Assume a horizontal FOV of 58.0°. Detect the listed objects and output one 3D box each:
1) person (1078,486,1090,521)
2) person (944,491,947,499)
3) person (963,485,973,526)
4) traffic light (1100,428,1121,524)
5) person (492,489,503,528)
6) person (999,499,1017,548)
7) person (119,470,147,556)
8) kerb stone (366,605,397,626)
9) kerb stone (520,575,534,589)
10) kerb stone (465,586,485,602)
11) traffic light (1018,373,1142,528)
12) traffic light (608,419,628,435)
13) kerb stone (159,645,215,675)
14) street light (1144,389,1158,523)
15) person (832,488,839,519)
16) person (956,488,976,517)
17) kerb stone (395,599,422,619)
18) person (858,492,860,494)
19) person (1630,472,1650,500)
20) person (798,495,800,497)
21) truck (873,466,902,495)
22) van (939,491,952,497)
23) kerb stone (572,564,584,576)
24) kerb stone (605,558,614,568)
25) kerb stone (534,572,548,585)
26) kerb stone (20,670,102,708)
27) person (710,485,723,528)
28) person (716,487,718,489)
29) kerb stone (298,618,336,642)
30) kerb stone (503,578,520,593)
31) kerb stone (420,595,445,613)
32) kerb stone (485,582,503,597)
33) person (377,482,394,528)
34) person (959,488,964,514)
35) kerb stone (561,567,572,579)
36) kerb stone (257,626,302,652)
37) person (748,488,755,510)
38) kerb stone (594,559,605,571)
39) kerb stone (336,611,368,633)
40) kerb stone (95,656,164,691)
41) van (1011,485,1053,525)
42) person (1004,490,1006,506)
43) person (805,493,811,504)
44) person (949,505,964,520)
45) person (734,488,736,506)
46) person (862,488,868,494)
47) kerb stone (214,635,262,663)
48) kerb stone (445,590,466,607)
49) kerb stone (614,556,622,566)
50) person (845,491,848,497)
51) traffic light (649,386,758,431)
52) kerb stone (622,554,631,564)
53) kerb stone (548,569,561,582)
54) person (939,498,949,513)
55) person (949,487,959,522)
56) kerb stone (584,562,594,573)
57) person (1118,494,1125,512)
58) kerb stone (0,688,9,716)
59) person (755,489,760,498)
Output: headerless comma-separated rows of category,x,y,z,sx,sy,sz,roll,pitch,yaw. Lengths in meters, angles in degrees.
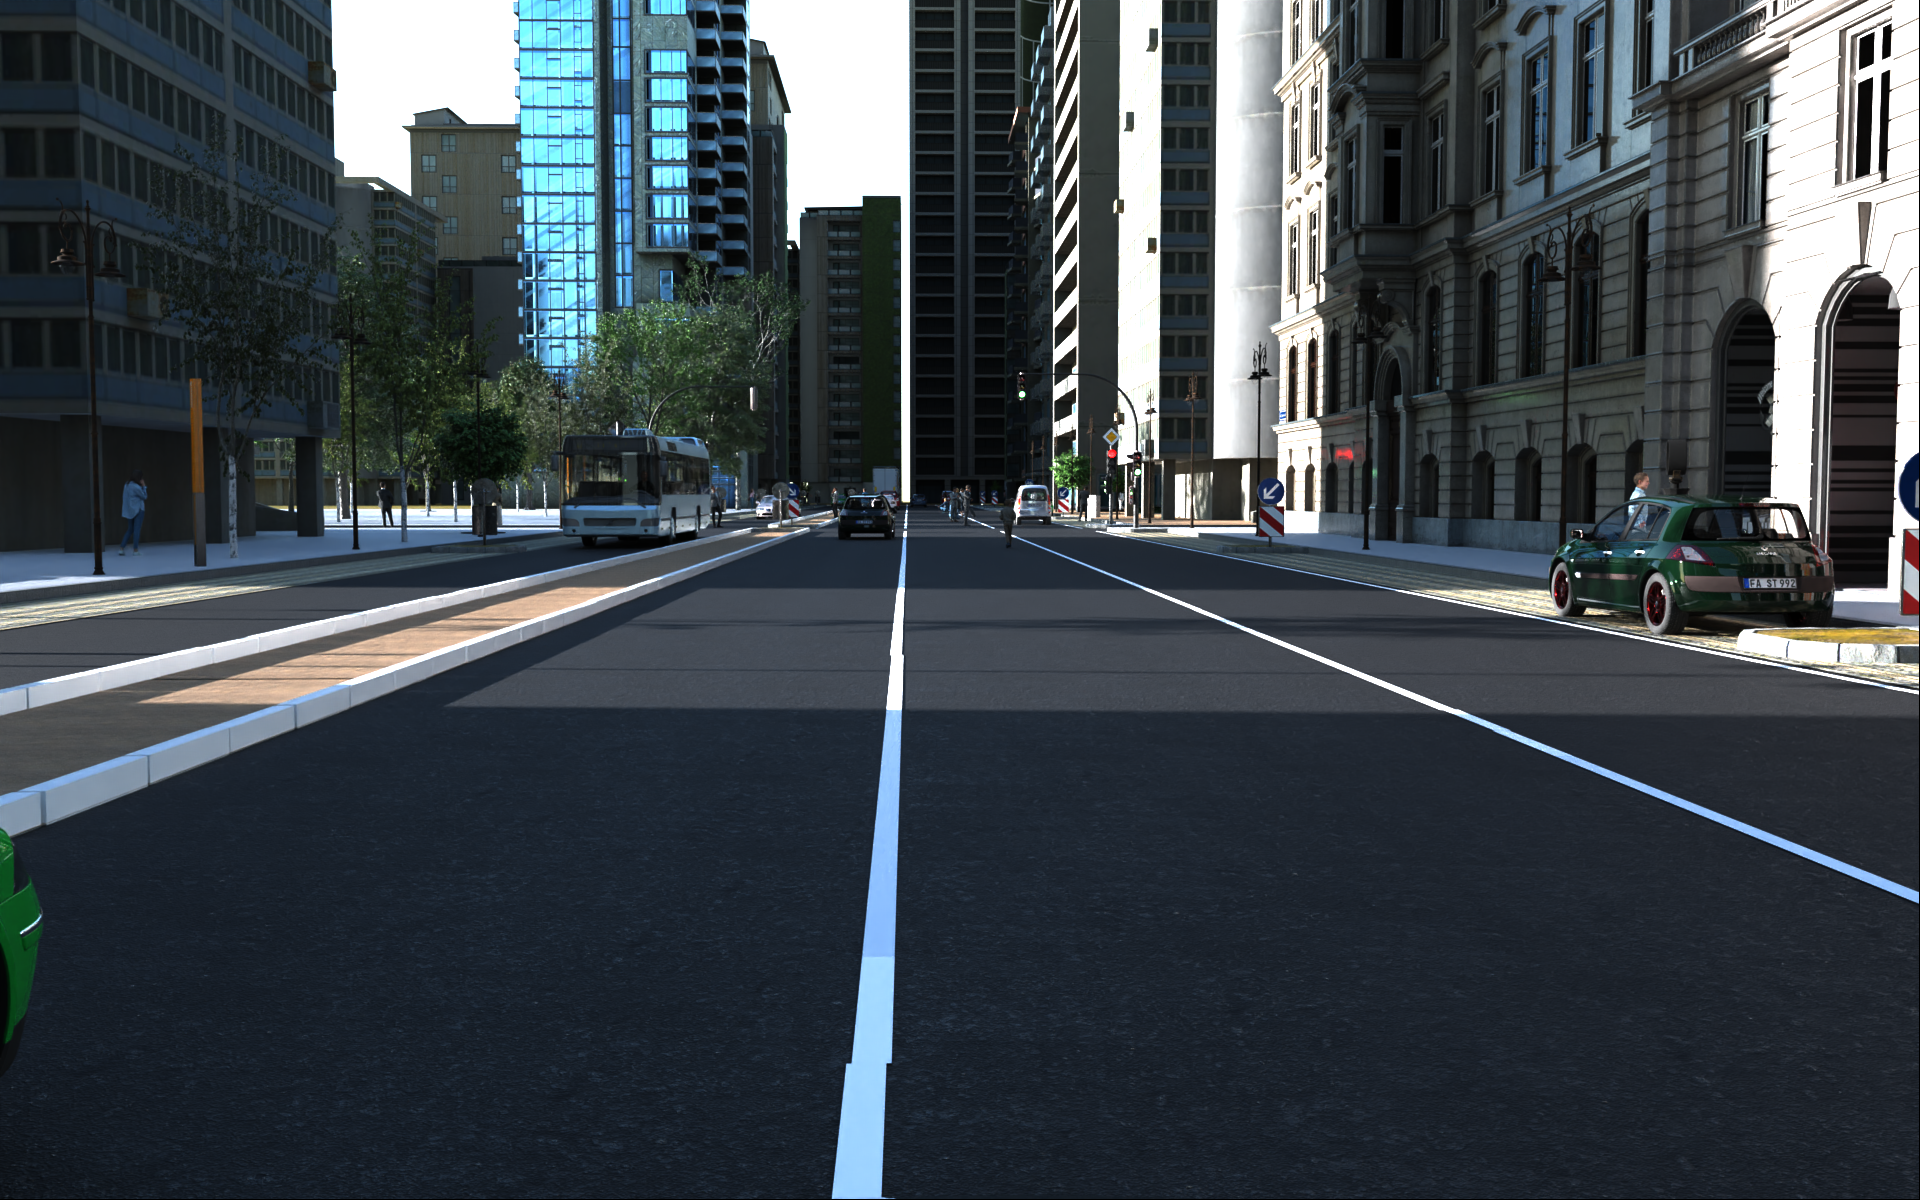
person,6.482,-5.053,90.930,0.655,1.846,0.447,0,4,0
person,-1.458,-10.776,185.405,0.721,1.735,1.217,0,4,4
person,0.371,-4.298,78.572,0.447,1.846,0.655,0,4,-2
traffic light,6.376,-5.159,73.267,0.839,4.253,0.868,0,4,-2
person,-18.609,-3.703,69.585,0.519,1.759,0.362,0,4,-2
person,1.271,-2.052,46.321,0.475,1.303,0.640,0,4,-7
person,-17.259,-1.823,36.117,0.793,1.790,0.793,0,4,-1
kerb stone,-6.458,0.187,19.139,0.120,0.150,1.000,0,4,-2
kerb stone,-6.673,-0.252,26.316,0.120,0.150,1.000,0,4,-2
kerb stone,-6.591,-0.063,23.234,0.120,0.150,1.000,0,4,-2
traffic light,4.528,-5.530,65.081,4.771,5.953,1.251,0,4,-2
traffic light,-12.736,-4.634,64.689,0.839,4.253,0.868,0,4,-2
kerb stone,-6.316,0.501,14.025,0.120,0.150,1.000,0,4,-2
street light,8.349,-6.316,76.054,0.468,5.910,1.993,0,4,-2
person,-7.113,-5.497,98.555,0.473,1.802,0.592,0,4,7
person,0.230,-5.988,106.623,1.509,1.804,0.699,0,4,2
kerb stone,-6.498,0.124,20.170,0.120,0.150,1.000,0,4,-2
person,-11.156,-11.138,191.544,0.756,1.711,0.436,-3,5,-44
person,10.113,-1.096,25.781,0.330,1.601,0.589,3,4,36
person,-19.740,-12.256,207.221,1.217,1.735,0.721,-2,4,-24
truck,-7.608,-11.692,180.085,2.839,4.237,11.283,0,4,0
van,-1.600,-12.942,218.610,2.013,2.044,4.112,0,4,-1
kerb stone,-6.805,-0.503,30.417,0.120,0.150,1.000,0,4,-2
kerb stone,-6.896,-0.692,33.512,0.120,0.150,1.000,0,4,-2
kerb stone,-6.711,-0.314,27.337,0.120,0.150,1.000,0,4,-2
kerb stone,-6.247,0.625,11.977,0.120,0.150,1.000,0,4,-2
person,-10.459,-4.012,74.280,0.592,1.802,0.473,-1,4,-23
person,-18.355,-7.630,131.066,0.520,1.790,0.573,0,4,-7
kerb stone,-6.410,0.312,17.091,0.120,0.150,1.000,0,4,-2
kerb stone,-6.643,-0.188,25.294,0.120,0.150,1.000,0,4,-2
kerb stone,-6.527,0.061,21.192,0.120,0.150,1.000,0,4,-2
kerb stone,-6.612,-0.124,24.263,0.120,0.150,1.000,0,4,-2
person,-22.152,-3.604,66.780,0.648,1.900,0.474,-1,4,-22
person,0.025,-6.989,122.610,0.795,1.843,0.661,2,4,30
kerb stone,-6.781,-0.437,29.395,0.120,0.150,1.000,0,4,-2
kerb stone,-6.368,0.375,16.070,0.120,0.150,1.000,0,4,-2
person,-16.899,-8.203,140.760,0.593,1.750,0.643,2,4,26
kerb stone,-6.863,-0.629,32.484,0.120,0.150,1.000,0,4,-2
kerb stone,-6.437,0.251,18.117,0.120,0.150,1.000,0,4,-2
kerb stone,-6.277,0.562,13.004,0.120,0.150,1.000,0,4,-2
van,3.418,-4.583,81.950,2.013,2.044,4.112,0,4,0
person,5.030,-11.331,192.017,0.721,1.736,1.217,0,4,-2
person,-19.874,-13.358,224.462,1.348,1.822,0.705,0,4,-6
person,-0.265,-4.898,94.078,0.738,1.151,1.012,-1,4,-14
person,-17.486,-7.951,136.317,0.573,1.790,0.520,-2,4,-34
person,-5.595,-5.732,102.564,0.601,1.785,0.444,-2,4,-28
kerb stone,-6.338,0.443,15.047,0.120,0.150,1.000,0,4,-2
kerb stone,-6.557,0.007,22.214,0.120,0.150,1.000,0,4,-2
kerb stone,-6.925,-0.752,34.540,0.120,0.150,1.000,0,4,-2
person,-12.739,-11.356,194.185,1.348,1.822,0.705,-2,4,-33
traffic light,-10.888,-6.000,72.768,4.771,5.953,1.251,0,4,-2
kerb stone,-6.958,-0.818,35.568,0.120,0.150,1.000,0,4,-2
kerb stone,-6.738,-0.377,28.366,0.120,0.150,1.000,0,4,-2
person,-1.230,-7.080,129.757,0.738,1.151,1.012,3,4,38
person,-0.263,-4.929,89.277,0.466,1.800,0.511,3,5,43
kerb stone,-6.839,-0.566,31.443,0.120,0.150,1.000,0,4,-2
person,11.381,-7.074,121.585,0.818,1.842,0.514,-2,4,-34
kerb stone,-6.218,0.688,10.954,0.120,0.150,1.000,0,4,-2
person,-14.875,-7.332,128.561,0.661,1.801,0.590,0,4,5
